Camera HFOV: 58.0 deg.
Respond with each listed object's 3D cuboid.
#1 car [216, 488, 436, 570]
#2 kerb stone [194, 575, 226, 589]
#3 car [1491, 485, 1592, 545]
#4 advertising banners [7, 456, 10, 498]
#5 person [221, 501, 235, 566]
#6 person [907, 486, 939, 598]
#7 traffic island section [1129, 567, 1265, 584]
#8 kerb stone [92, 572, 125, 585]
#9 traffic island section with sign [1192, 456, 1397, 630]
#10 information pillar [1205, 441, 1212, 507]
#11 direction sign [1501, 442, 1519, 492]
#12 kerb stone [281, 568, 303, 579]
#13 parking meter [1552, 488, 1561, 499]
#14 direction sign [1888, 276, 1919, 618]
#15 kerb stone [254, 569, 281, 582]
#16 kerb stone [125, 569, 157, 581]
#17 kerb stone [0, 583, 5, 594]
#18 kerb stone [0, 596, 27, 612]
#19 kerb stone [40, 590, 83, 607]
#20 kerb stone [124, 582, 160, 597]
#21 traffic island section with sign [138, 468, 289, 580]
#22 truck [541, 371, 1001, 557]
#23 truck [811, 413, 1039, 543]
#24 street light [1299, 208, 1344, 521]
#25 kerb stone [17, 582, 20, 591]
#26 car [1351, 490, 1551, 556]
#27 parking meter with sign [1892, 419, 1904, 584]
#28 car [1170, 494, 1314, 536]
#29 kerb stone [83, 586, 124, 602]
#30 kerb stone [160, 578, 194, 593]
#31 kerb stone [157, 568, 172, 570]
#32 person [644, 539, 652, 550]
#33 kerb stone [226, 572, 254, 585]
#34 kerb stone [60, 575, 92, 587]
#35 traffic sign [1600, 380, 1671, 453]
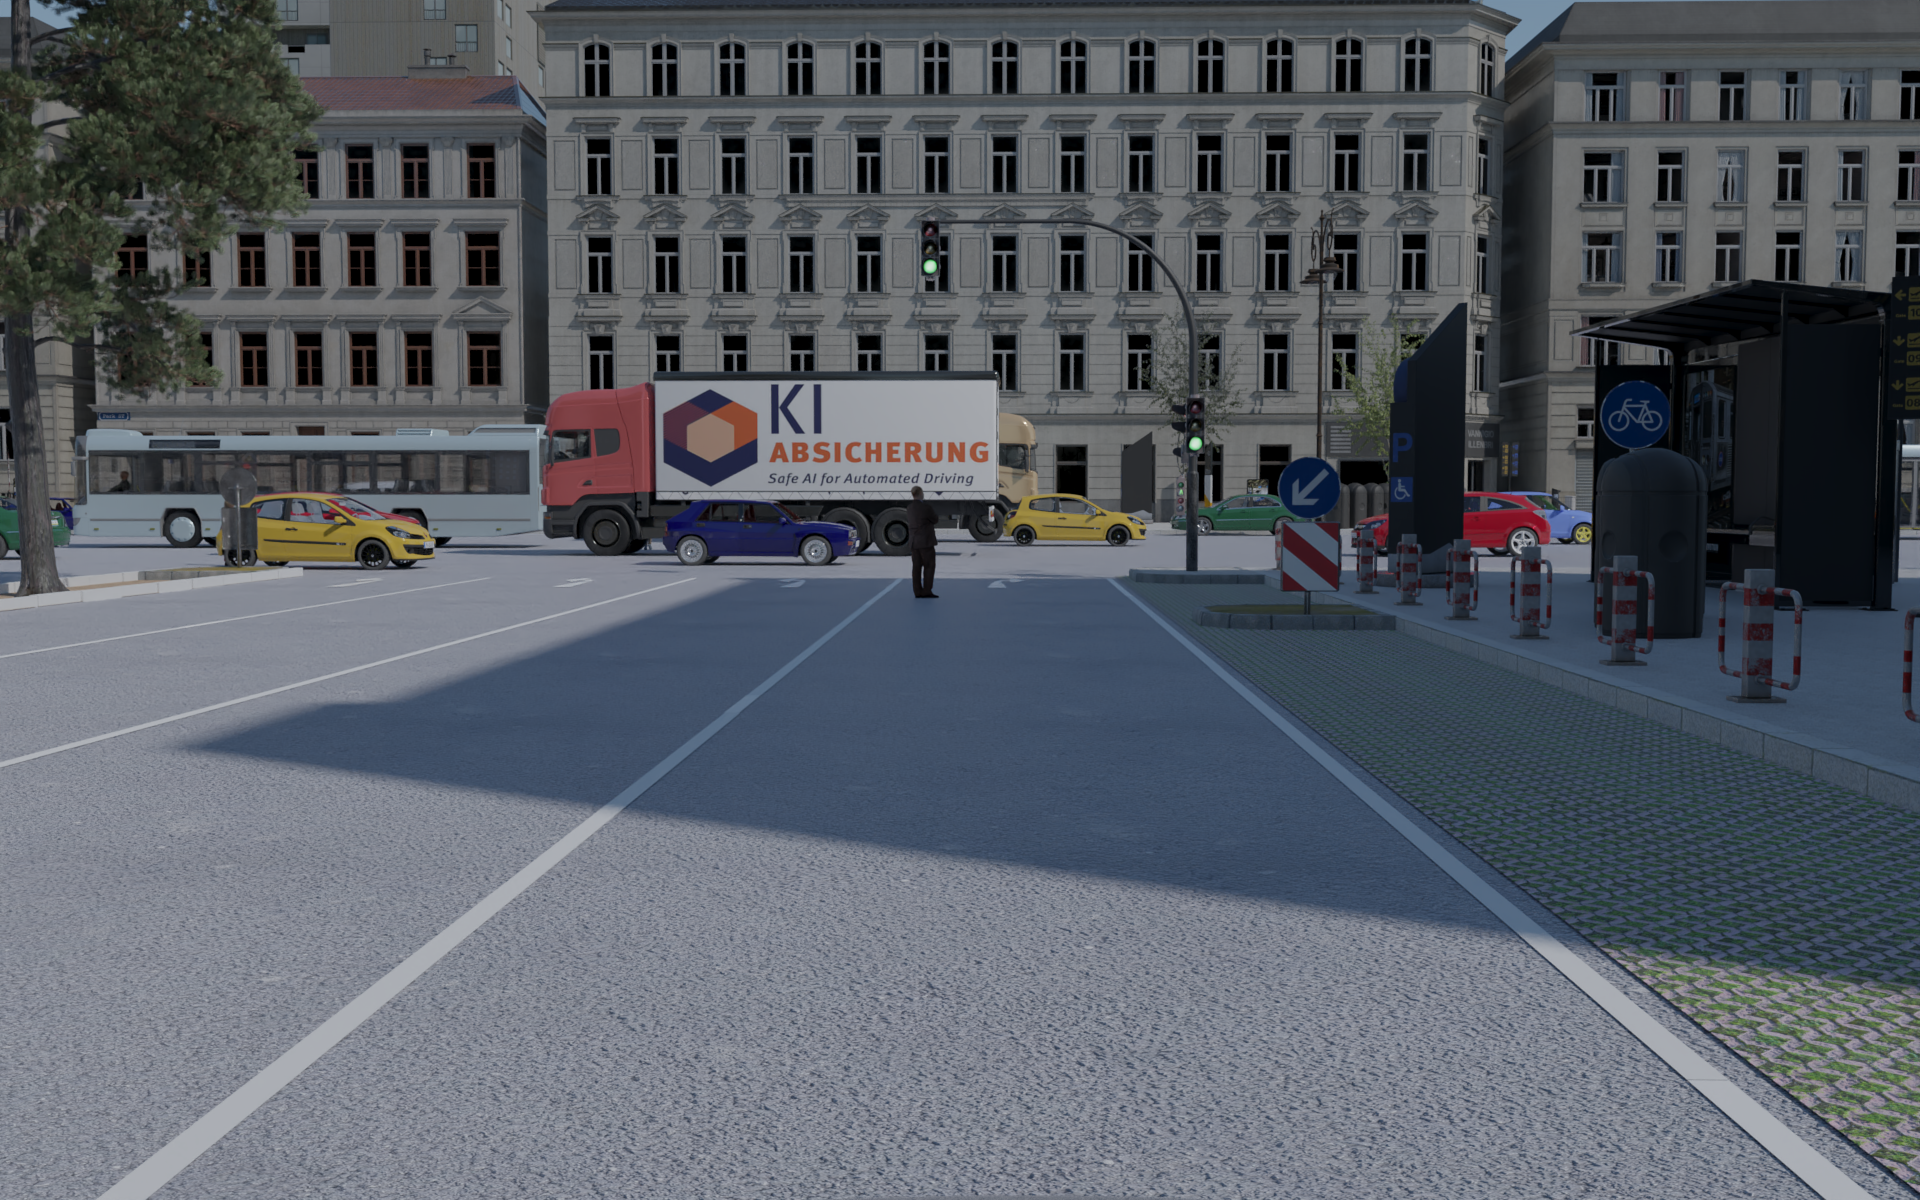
[{"bbox_3d":[-12.156,-1.414,33.345,3.980,1.641,2.015,0,4,3],"label":"car"},{"bbox_3d":[-11.596,-0.269,26.589,0.120,0.150,1.000,0,4,2],"label":"kerb stone"},{"bbox_3d":[16.545,-2.455,49.735,3.694,1.707,1.945,0,4,2],"label":"car"},{"bbox_3d":[-38.572,-4.529,70.241,0.090,3.025,2.074,-2,4,-28],"label":"advertising banners"},{"bbox_3d":[-14.589,-1.356,34.588,0.435,1.345,0.340,3,5,39],"label":"person"},{"bbox_3d":[-0.526,-0.804,23.908,0.482,1.546,0.388,3,5,45],"label":"person"},{"bbox_3d":[3.873,-0.402,28.848,2.009,0.180,2.903,0,4,2],"label":"traffic island section"},{"bbox_3d":[-13.683,-0.331,27.638,0.120,0.150,1.000,0,4,2],"label":"kerb stone"},{"bbox_3d":[3.611,-0.640,19.096,1.989,1.847,2.006,0,4,2],"label":"traffic island section with sign"},{"bbox_3d":[10.916,-5.180,76.043,0.183,3.616,0.504,-2,4,-24],"label":"information pillar"},{"bbox_3d":[24.025,-5.122,75.733,0.876,3.537,0.379,-1,4,-22],"label":"direction sign"},{"bbox_3d":[-11.520,-0.457,29.669,0.120,0.150,1.000,0,4,2],"label":"kerb stone"},{"bbox_3d":[25.051,-3.938,72.795,0.372,1.533,0.369,0,3,0],"label":"parking meter"},{"bbox_3d":[10.102,-1.588,17.954,0.876,3.537,0.379,2,4,28],"label":"direction sign"},{"bbox_3d":[-11.549,-0.390,28.642,0.120,0.150,1.000,0,4,2],"label":"kerb stone"},{"bbox_3d":[-13.649,-0.395,28.674,0.120,0.150,1.000,0,4,2],"label":"kerb stone"},{"bbox_3d":[-13.761,-0.140,24.559,0.120,0.150,1.000,0,4,2],"label":"kerb stone"},{"bbox_3d":[-11.749,0.058,21.425,0.120,0.150,1.000,0,4,2],"label":"kerb stone"},{"bbox_3d":[-11.725,-0.016,22.451,0.120,0.150,1.000,0,4,2],"label":"kerb stone"},{"bbox_3d":[-11.671,-0.140,24.519,0.120,0.150,1.000,0,4,2],"label":"kerb stone"},{"bbox_3d":[-12.567,-1.309,29.536,2.006,1.907,1.989,0,4,2],"label":"traffic island section with sign"},{"bbox_3d":[-4.701,-3.172,40.772,11.283,4.237,2.839,0,4,2],"label":"truck"},{"bbox_3d":[-2.640,-3.855,51.940,11.283,4.237,2.839,0,4,0],"label":"truck"},{"bbox_3d":[5.882,-3.396,28.315,0.468,5.910,1.993,0,4,2],"label":"street light"},{"bbox_3d":[-13.728,-0.207,25.585,0.120,0.150,1.000,0,4,2],"label":"kerb stone"},{"bbox_3d":[11.306,-1.897,40.054,4.494,1.783,2.155,0,3,0],"label":"car"},{"bbox_3d":[12.962,-1.737,24.662,1.738,3.016,0.543,-2,4,-35],"label":"parking meter with sign"},{"bbox_3d":[9.741,-2.947,59.983,4.920,1.459,2.131,0,4,2],"label":"car"},{"bbox_3d":[-11.679,-0.075,23.479,0.120,0.150,1.000,0,4,2],"label":"kerb stone"},{"bbox_3d":[-11.628,-0.205,25.550,0.120,0.150,1.000,0,4,2],"label":"kerb stone"},{"bbox_3d":[-13.613,-0.459,29.700,0.120,0.150,1.000,0,4,2],"label":"kerb stone"},{"bbox_3d":[-7.996,-1.941,44.507,0.475,1.303,0.640,-1,4,-10],"label":"person"},{"bbox_3d":[-11.577,-0.332,27.615,0.120,0.150,1.000,0,4,2],"label":"kerb stone"},{"bbox_3d":[-13.700,-0.270,26.611,0.120,0.150,1.000,0,4,2],"label":"kerb stone"},{"bbox_3d":[7.584,-1.188,19.536,0.768,2.556,0.104,0,4,5],"label":"traffic sign"}]
